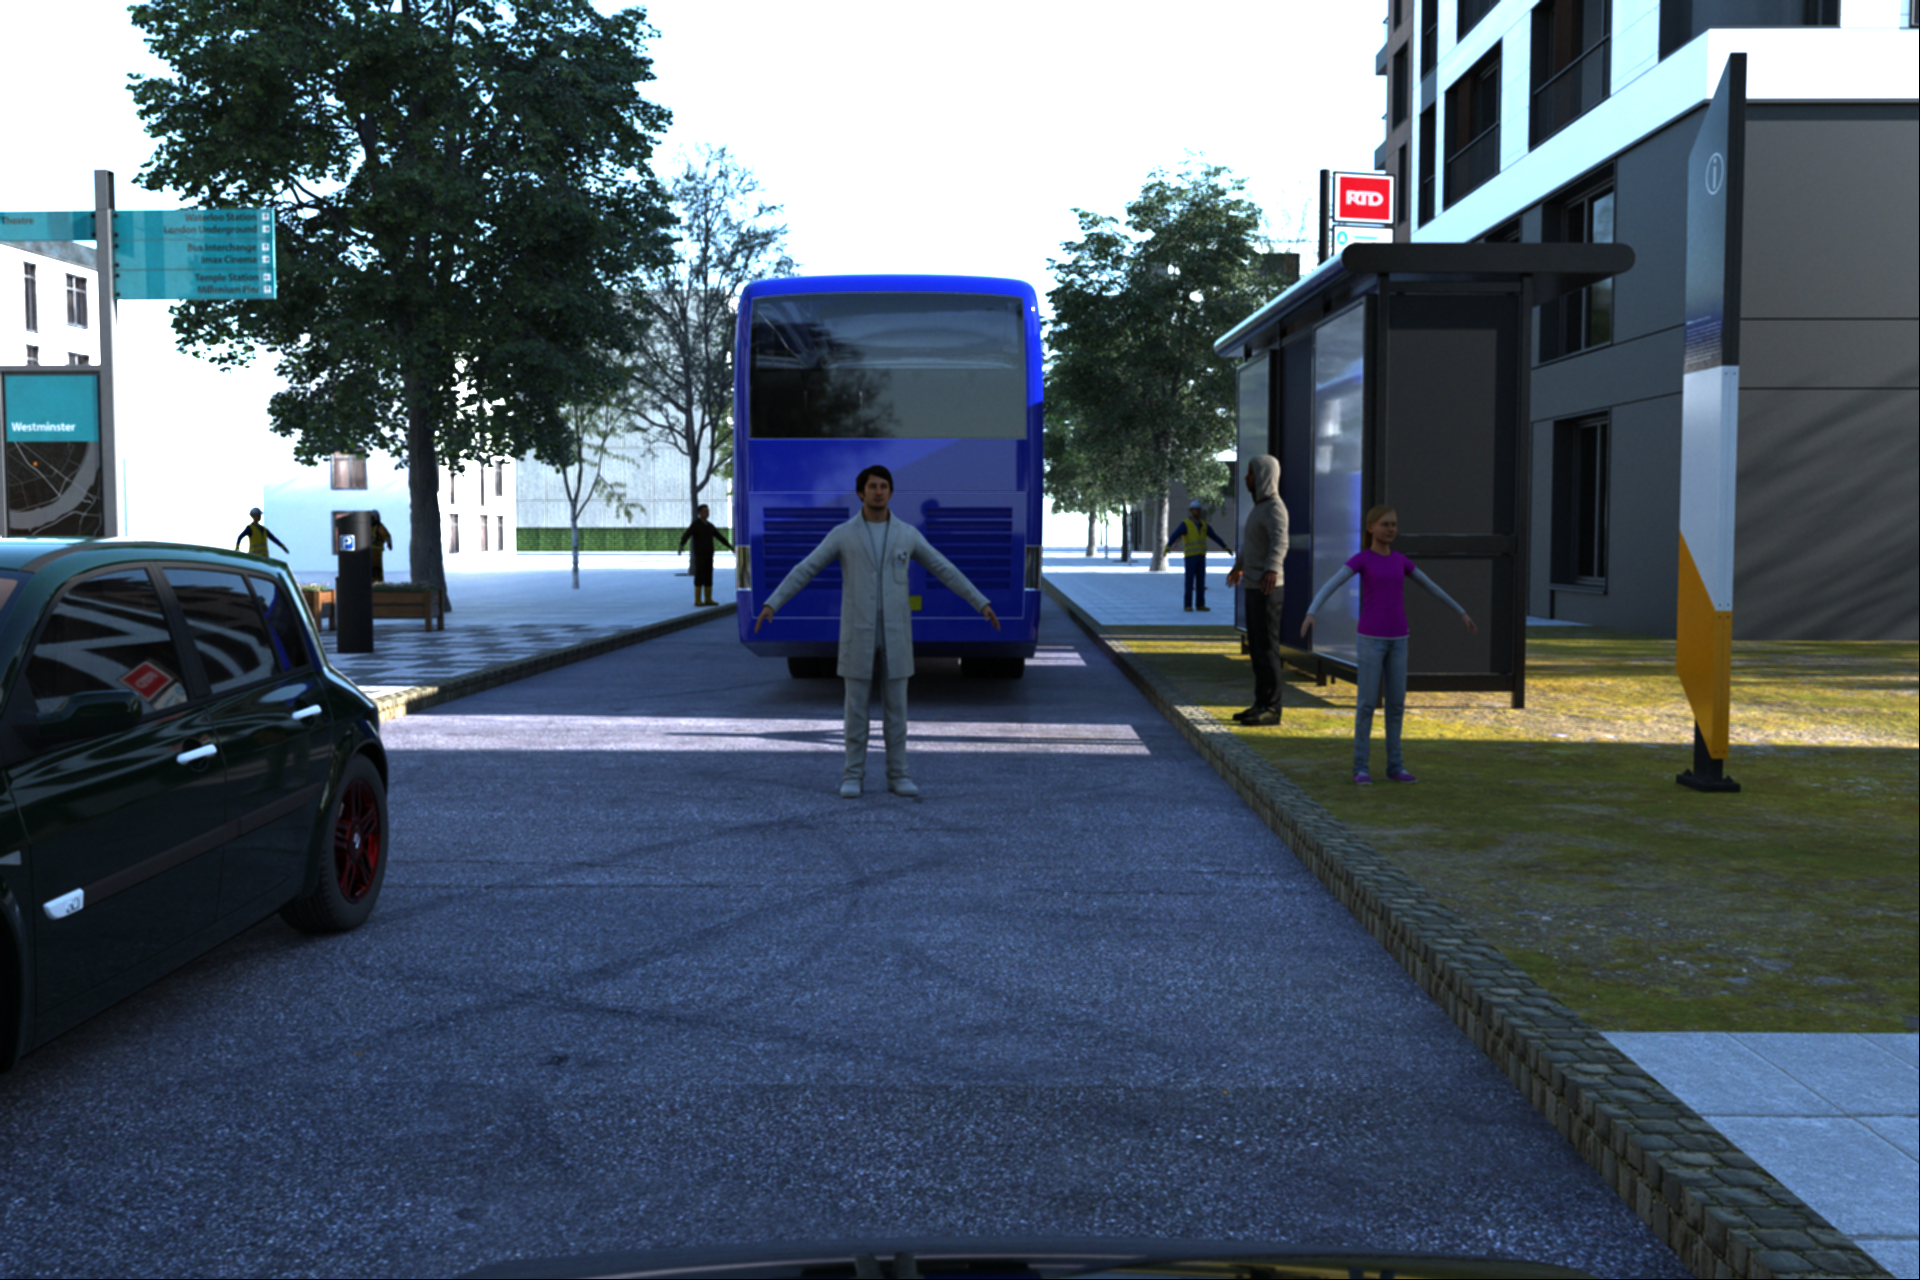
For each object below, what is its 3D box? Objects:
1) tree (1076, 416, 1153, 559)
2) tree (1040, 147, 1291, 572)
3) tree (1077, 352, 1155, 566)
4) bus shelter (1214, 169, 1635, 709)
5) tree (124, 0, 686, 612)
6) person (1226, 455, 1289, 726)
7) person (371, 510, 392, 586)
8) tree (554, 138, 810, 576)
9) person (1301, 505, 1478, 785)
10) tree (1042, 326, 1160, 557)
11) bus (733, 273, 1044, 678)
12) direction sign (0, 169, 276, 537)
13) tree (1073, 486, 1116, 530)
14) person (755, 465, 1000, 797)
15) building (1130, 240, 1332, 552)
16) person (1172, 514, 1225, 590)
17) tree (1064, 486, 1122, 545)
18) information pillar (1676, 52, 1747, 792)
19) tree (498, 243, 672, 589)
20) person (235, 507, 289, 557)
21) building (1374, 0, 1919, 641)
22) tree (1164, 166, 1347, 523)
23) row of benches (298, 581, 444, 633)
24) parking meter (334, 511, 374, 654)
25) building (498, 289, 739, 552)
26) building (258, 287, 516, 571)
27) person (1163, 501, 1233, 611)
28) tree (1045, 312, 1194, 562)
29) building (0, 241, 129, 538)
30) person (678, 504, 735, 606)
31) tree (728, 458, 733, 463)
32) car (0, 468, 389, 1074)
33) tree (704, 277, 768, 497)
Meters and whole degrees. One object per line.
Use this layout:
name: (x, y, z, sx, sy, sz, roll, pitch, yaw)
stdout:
tree: (7.218, -8.401, 87.715, 4.360, 8.622, 3.978, 0, 3, 0)
tree: (6.844, -9.319, 59.025, 9.857, 13.997, 8.962, 0, 3, 0)
tree: (6.906, -7.304, 69.781, 4.360, 8.622, 3.978, 0, 3, 0)
bus shelter: (3.789, -2.397, 16.816, 2.179, 5.291, 8.768, 0, 4, 0)
tree: (-8.719, -7.429, 28.118, 9.857, 13.997, 8.962, 0, 3, 0)
person: (2.026, -0.342, 11.718, 0.705, 1.813, 1.348, 0, 4, -1)
person: (-13.875, -2.157, 41.036, 1.354, 1.858, 0.705, 2, 4, 32)
tree: (-8.081, -8.734, 53.173, 12.009, 13.543, 11.850, 0, 3, 0)
person: (2.192, 0.023, 8.883, 0.991, 1.433, 0.599, -1, 4, -15)
tree: (7.474, -11.730, 98.433, 9.857, 13.997, 8.962, 0, 3, 0)
bus: (-0.481, -1.745, 20.075, 2.896, 3.916, 12.251, 0, 4, 1)
direction sign: (-6.248, -1.505, 13.377, 2.525, 3.948, 1.411, 0, 4, 3)
tree: (8.144, -9.575, 106.919, 4.737, 8.622, 4.395, 0, 3, 0)
person: (-0.457, -0.053, 9.516, 1.347, 1.806, 0.705, -1, 4, -11)
building: (27.311, -17.921, 136.983, 27.936, 21.610, 32.646, 0, 4, 1)
person: (5.488, -2.092, 40.068, 1.347, 1.847, 0.705, -1, 4, -20)
tree: (15.898, -17.468, 195.972, 12.009, 13.543, 11.850, 0, 3, 0)
information pillar: (3.784, -1.063, 8.736, 0.183, 3.616, 0.504, 0, 4, 1)
tree: (-9.120, -5.525, 40.699, 4.360, 8.622, 3.978, 0, 3, 0)
person: (-12.590, -1.513, 31.196, 0.721, 1.772, 1.216, 2, 4, 25)
building: (22.886, -11.760, 36.254, 27.936, 21.610, 32.646, 0, 4, 1)
tree: (6.386, -5.171, 34.906, 4.360, 8.622, 3.978, 0, 3, 0)
row of benches: (-8.773, -0.449, 22.811, 4.104, 0.672, 1.422, 0, 4, -1)
parking meter: (-6.549, -0.630, 18.716, 0.372, 1.533, 0.369, 0, 3, 0)
building: (-24.652, -16.805, 141.220, 16.747, 18.905, 31.486, 0, 4, 2)
building: (-23.205, -8.006, 73.043, 9.099, 9.664, 28.070, 0, 4, 0)
person: (3.933, -1.399, 28.849, 1.349, 1.833, 0.705, -2, 4, -25)
tree: (7.472, -9.403, 79.488, 9.928, 11.665, 9.643, 0, 3, 0)
building: (-26.571, -5.920, 38.943, 9.099, 9.664, 28.070, 0, 4, 2)
person: (-4.546, -1.513, 30.875, 0.704, 1.812, 1.346, 3, 5, 40)
tree: (-7.861, -9.271, 85.995, 8.767, 10.594, 7.601, 1, 4, 16)
car: (-3.050, 0.298, 4.920, 2.009, 1.686, 4.222, 0, 4, 1)
tree: (-7.818, -9.668, 76.191, 7.486, 12.596, 7.792, 0, 3, 0)
